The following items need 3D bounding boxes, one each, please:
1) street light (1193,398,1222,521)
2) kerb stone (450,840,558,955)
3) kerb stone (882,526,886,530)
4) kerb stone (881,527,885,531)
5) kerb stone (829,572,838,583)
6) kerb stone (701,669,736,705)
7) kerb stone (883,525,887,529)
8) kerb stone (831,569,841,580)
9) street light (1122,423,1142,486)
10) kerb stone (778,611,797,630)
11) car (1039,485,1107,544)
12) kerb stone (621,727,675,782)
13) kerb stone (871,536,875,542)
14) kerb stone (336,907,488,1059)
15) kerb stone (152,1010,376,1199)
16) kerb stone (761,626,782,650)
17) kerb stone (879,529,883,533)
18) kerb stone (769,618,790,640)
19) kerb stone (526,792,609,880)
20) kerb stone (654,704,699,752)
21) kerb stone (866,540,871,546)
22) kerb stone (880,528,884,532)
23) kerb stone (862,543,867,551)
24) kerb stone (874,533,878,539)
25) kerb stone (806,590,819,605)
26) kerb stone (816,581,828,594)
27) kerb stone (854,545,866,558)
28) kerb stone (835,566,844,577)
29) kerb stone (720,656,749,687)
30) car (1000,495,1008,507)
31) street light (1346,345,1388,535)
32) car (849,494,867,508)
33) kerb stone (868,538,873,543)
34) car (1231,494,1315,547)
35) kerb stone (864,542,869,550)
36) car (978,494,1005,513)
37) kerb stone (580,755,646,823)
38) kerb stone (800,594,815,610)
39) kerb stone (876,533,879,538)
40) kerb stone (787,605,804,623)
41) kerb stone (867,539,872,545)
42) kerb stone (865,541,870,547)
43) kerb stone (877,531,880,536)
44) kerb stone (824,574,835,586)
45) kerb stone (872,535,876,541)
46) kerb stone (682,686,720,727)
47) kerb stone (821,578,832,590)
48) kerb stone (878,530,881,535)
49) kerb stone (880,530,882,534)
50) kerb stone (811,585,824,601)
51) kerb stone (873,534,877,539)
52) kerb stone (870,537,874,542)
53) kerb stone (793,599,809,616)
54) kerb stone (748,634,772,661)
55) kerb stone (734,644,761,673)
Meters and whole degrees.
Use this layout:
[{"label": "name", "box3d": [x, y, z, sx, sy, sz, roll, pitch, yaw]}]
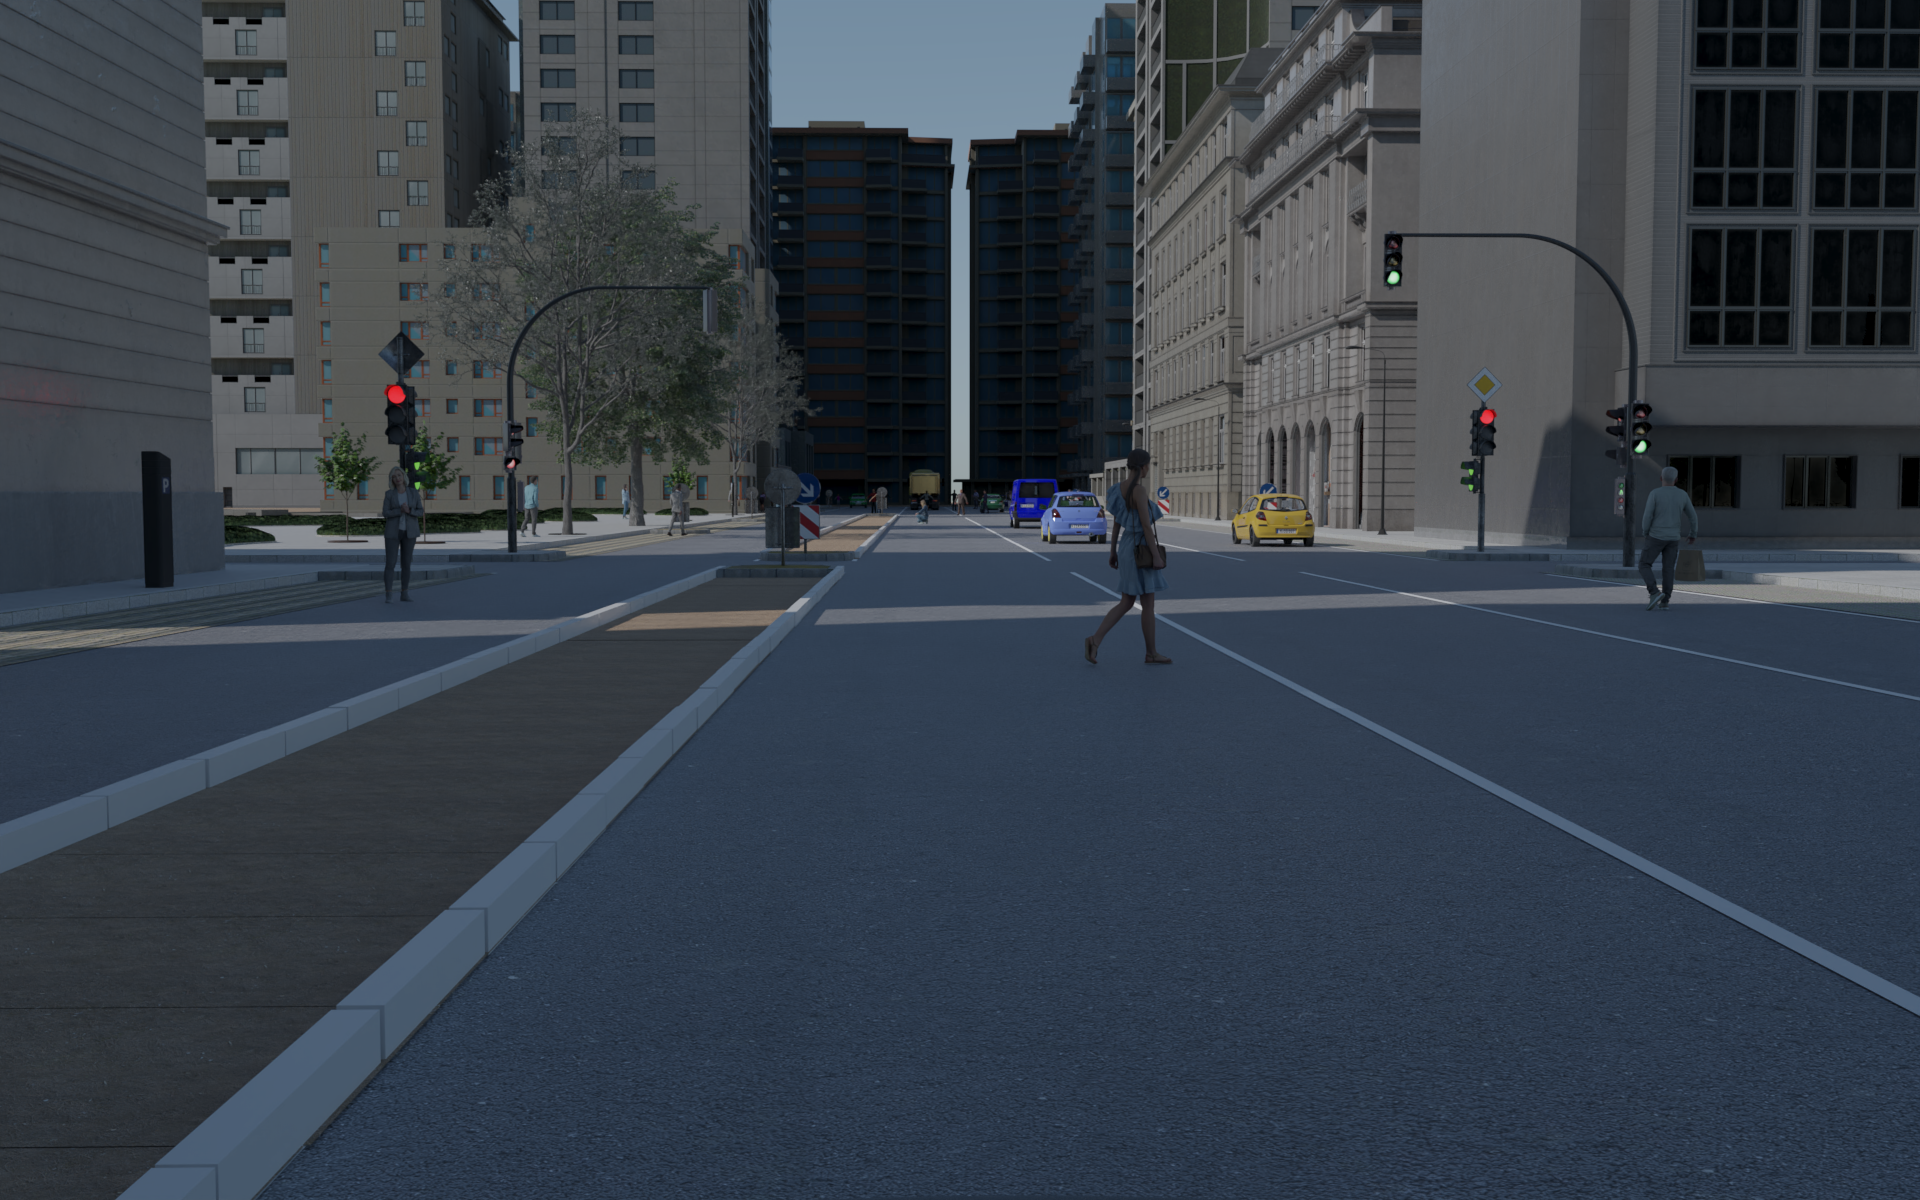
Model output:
[{"label": "street light", "box3d": [11.939, -6.794, 83.622, 1.470, 5.913, 1.316, 0, 4, -1]}, {"label": "kerb stone", "box3d": [-1.537, 0.998, 5.875, 0.120, 0.150, 1.000, 0, 4, -1]}, {"label": "kerb stone", "box3d": [-2.906, -2.547, 63.831, 0.120, 0.150, 1.000, 0, 4, -1]}, {"label": "kerb stone", "box3d": [-2.851, -2.419, 61.776, 0.120, 0.150, 1.000, 0, 4, -1]}, {"label": "kerb stone", "box3d": [-2.050, -0.310, 27.364, 0.120, 0.150, 1.000, 0, 4, -1]}, {"label": "kerb stone", "box3d": [-1.683, 0.624, 12.008, 0.120, 0.150, 1.000, 0, 4, -1]}, {"label": "kerb stone", "box3d": [-2.950, -2.672, 65.879, 0.120, 0.150, 1.000, 0, 4, -1]}, {"label": "kerb stone", "box3d": [-2.069, -0.375, 28.392, 0.120, 0.150, 1.000, 0, 4, -1]}, {"label": "street light", "box3d": [11.301, -8.608, 113.285, 1.470, 5.913, 1.316, 0, 4, -1]}, {"label": "kerb stone", "box3d": [-1.831, 0.248, 18.141, 0.120, 0.150, 1.000, 0, 4, -1]}, {"label": "car", "box3d": [3.332, -2.540, 51.117, 1.945, 1.707, 3.694, 0, 4, -2]}, {"label": "kerb stone", "box3d": [-1.617, 0.811, 8.941, 0.120, 0.150, 1.000, 0, 4, -1]}, {"label": "kerb stone", "box3d": [-2.573, -1.669, 49.475, 0.120, 0.150, 1.000, 0, 4, -1]}, {"label": "kerb stone", "box3d": [-1.518, 1.062, 4.853, 0.120, 0.150, 1.000, 0, 4, -1]}, {"label": "kerb stone", "box3d": [-1.498, 1.129, 3.831, 0.120, 0.150, 1.000, 0, 4, -1]}, {"label": "kerb stone", "box3d": [-1.778, 0.374, 16.098, 0.120, 0.150, 1.000, 0, 4, -1]}, {"label": "kerb stone", "box3d": [-2.781, -2.229, 58.703, 0.120, 0.150, 1.000, 0, 4, -1]}, {"label": "kerb stone", "box3d": [-1.807, 0.310, 17.119, 0.120, 0.150, 1.000, 0, 4, -1]}, {"label": "kerb stone", "box3d": [-1.561, 0.936, 6.898, 0.120, 0.150, 1.000, 0, 4, -1]}, {"label": "kerb stone", "box3d": [-1.639, 0.748, 9.963, 0.120, 0.150, 1.000, 0, 4, -1]}, {"label": "kerb stone", "box3d": [-2.478, -1.413, 45.367, 0.120, 0.150, 1.000, 0, 4, -1]}, {"label": "kerb stone", "box3d": [-2.825, -2.352, 60.751, 0.120, 0.150, 1.000, 0, 4, -1]}, {"label": "kerb stone", "box3d": [-2.400, -1.230, 42.299, 0.120, 0.150, 1.000, 0, 4, -1]}, {"label": "kerb stone", "box3d": [-2.640, -1.856, 52.541, 0.120, 0.150, 1.000, 0, 4, -1]}, {"label": "kerb stone", "box3d": [-1.928, 0.003, 22.232, 0.120, 0.150, 1.000, 0, 4, -1]}, {"label": "kerb stone", "box3d": [-1.976, -0.128, 24.286, 0.120, 0.150, 1.000, 0, 4, -1]}, {"label": "kerb stone", "box3d": [-2.382, -1.162, 41.277, 0.120, 0.150, 1.000, 0, 4, -1]}, {"label": "kerb stone", "box3d": [-2.088, -0.439, 29.425, 0.120, 0.150, 1.000, 0, 4, -1]}, {"label": "kerb stone", "box3d": [-1.716, 0.564, 13.033, 0.120, 0.150, 1.000, 0, 4, -1]}, {"label": "car", "box3d": [4.132, -9.476, 167.505, 1.945, 1.354, 3.894, 0, 4, -1]}, {"label": "street light", "box3d": [12.744, -5.000, 54.289, 1.470, 5.913, 1.316, 0, 4, -1]}, {"label": "car", "box3d": [-10.419, -10.323, 177.574, 1.959, 1.807, 4.718, 0, 4, -3]}, {"label": "kerb stone", "box3d": [-2.522, -1.542, 47.427, 0.120, 0.150, 1.000, 0, 4, -1]}, {"label": "car", "box3d": [8.702, -2.336, 48.413, 2.015, 1.641, 3.980, 0, 4, -2]}, {"label": "kerb stone", "box3d": [-2.425, -1.292, 43.321, 0.120, 0.150, 1.000, 0, 4, -1]}, {"label": "car", "box3d": [2.485, -7.529, 134.897, 2.131, 1.459, 4.920, 0, 4, -1]}, {"label": "kerb stone", "box3d": [-1.588, 0.873, 7.920, 0.120, 0.150, 1.000, 0, 4, -1]}, {"label": "kerb stone", "box3d": [-1.903, 0.062, 21.211, 0.120, 0.150, 1.000, 0, 4, -1]}, {"label": "kerb stone", "box3d": [-2.664, -1.915, 53.581, 0.120, 0.150, 1.000, 0, 4, -1]}, {"label": "kerb stone", "box3d": [-1.850, 0.185, 19.163, 0.120, 0.150, 1.000, 0, 4, -1]}, {"label": "kerb stone", "box3d": [-2.496, -1.480, 46.392, 0.120, 0.150, 1.000, 0, 4, -1]}, {"label": "kerb stone", "box3d": [-2.438, -1.349, 44.345, 0.120, 0.150, 1.000, 0, 4, -1]}, {"label": "kerb stone", "box3d": [-2.708, -2.045, 55.629, 0.120, 0.150, 1.000, 0, 4, -1]}, {"label": "kerb stone", "box3d": [-2.027, -0.252, 26.335, 0.120, 0.150, 1.000, 0, 4, -1]}, {"label": "kerb stone", "box3d": [-2.593, -1.731, 50.498, 0.120, 0.150, 1.000, 0, 4, -1]}, {"label": "kerb stone", "box3d": [-1.659, 0.693, 10.986, 0.120, 0.150, 1.000, 0, 4, -1]}, {"label": "kerb stone", "box3d": [-1.998, -0.191, 25.313, 0.120, 0.150, 1.000, 0, 4, -1]}, {"label": "kerb stone", "box3d": [-2.732, -2.107, 56.651, 0.120, 0.150, 1.000, 0, 4, -1]}, {"label": "kerb stone", "box3d": [-2.764, -2.170, 57.679, 0.120, 0.150, 1.000, 0, 4, -1]}, {"label": "kerb stone", "box3d": [-1.948, -0.065, 23.263, 0.120, 0.150, 1.000, 0, 4, -1]}, {"label": "kerb stone", "box3d": [-2.613, -1.794, 51.520, 0.120, 0.150, 1.000, 0, 4, -1]}, {"label": "kerb stone", "box3d": [-2.541, -1.605, 48.449, 0.120, 0.150, 1.000, 0, 4, -1]}, {"label": "kerb stone", "box3d": [-1.878, 0.123, 20.184, 0.120, 0.150, 1.000, 0, 4, -1]}, {"label": "kerb stone", "box3d": [-1.760, 0.435, 15.076, 0.120, 0.150, 1.000, 0, 4, -1]}, {"label": "kerb stone", "box3d": [-1.743, 0.498, 14.054, 0.120, 0.150, 1.000, 0, 4, -1]}]
